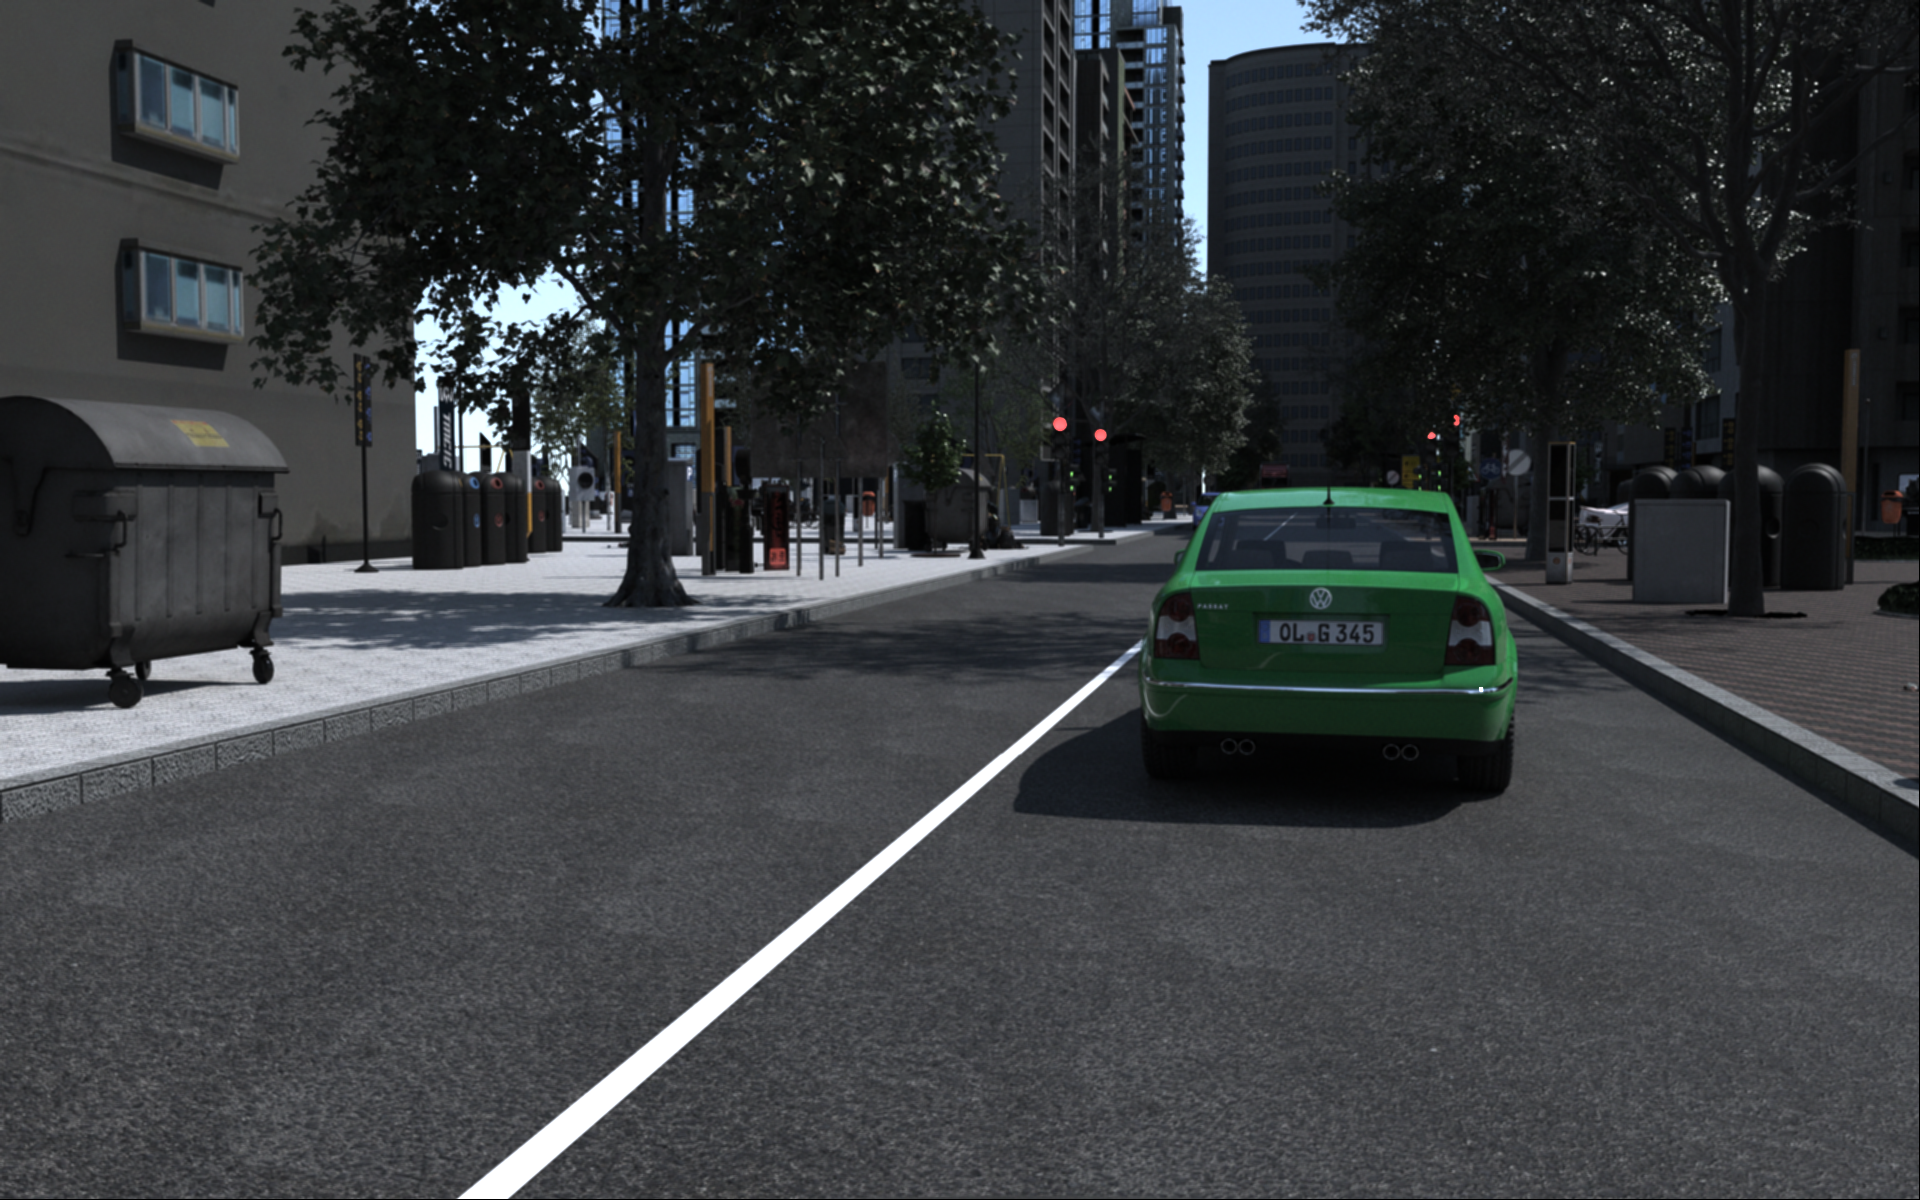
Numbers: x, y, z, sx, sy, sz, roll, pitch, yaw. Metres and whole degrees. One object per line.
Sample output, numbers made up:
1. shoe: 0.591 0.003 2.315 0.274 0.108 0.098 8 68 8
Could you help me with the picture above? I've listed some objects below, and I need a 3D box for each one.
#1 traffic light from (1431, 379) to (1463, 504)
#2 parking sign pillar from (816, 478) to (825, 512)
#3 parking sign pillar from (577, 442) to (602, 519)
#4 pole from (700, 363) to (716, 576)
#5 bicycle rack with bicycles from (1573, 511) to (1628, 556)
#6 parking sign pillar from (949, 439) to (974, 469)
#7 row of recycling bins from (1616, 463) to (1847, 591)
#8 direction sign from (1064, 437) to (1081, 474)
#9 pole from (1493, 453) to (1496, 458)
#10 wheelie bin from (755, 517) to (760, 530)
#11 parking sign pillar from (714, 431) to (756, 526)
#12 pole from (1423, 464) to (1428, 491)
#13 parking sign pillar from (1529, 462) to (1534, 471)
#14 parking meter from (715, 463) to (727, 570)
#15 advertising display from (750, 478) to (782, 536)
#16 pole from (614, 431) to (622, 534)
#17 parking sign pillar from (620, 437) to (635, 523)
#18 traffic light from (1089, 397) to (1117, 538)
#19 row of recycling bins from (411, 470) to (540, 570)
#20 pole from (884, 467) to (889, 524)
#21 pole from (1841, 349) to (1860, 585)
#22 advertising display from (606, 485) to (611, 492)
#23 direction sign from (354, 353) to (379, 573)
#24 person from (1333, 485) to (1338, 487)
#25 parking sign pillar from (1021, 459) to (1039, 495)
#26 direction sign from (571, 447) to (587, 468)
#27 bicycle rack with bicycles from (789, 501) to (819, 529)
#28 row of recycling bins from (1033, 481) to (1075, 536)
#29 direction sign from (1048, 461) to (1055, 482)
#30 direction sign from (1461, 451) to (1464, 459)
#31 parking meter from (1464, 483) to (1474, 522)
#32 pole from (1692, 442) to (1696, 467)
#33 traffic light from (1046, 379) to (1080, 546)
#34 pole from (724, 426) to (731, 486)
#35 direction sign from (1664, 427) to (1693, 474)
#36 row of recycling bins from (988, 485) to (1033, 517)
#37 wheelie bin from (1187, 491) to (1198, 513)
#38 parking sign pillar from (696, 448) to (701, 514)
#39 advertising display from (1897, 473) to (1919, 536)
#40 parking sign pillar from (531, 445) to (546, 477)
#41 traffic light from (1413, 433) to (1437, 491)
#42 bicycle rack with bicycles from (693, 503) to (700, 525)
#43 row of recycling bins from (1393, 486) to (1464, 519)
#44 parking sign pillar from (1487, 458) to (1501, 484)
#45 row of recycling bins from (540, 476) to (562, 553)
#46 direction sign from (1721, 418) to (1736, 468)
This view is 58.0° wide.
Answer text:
1. traffic light: 11.479 -3.158 40.561 0.839 4.253 0.868 1 4 12
2. parking sign pillar: -9.177 -7.795 115.914 1.447 3.967 1.447 -1 4 -20
3. parking sign pillar: -18.947 -6.090 88.041 1.447 3.967 1.447 2 4 34
4. pole: -3.948 -2.036 27.129 0.158 3.312 0.155 0 3 0
5. bicycle rack with bicycles: 13.306 -1.450 37.095 2.925 0.926 2.852 -2 4 -28
6. parking sign pillar: -0.025 -5.345 75.864 1.447 3.967 1.447 -1 4 -10
7. row of recycling bins: 10.900 -1.065 24.518 1.069 1.692 3.534 -2 4 -24
8. direction sign: 4.388 -4.698 68.811 0.876 3.537 0.379 1 4 18
9. pole: 26.231 -5.579 85.062 0.158 3.312 0.155 0 3 0
10. wheelie bin: -6.874 -3.264 61.279 0.980 1.594 0.693 1 4 14
11. parking sign pillar: -8.907 -5.004 70.295 1.447 3.967 1.447 3 5 41
12. pole: 15.142 -3.816 56.240 0.158 3.312 0.155 0 3 0
13. parking sign pillar: 34.387 -7.168 105.676 1.447 3.967 1.447 1 4 23
14. parking meter: -4.162 -1.447 29.365 0.399 1.863 0.255 0 4 4
15. advertising display: -5.981 -2.951 53.465 0.974 1.923 0.123 -1 4 -17
16. pole: -11.133 -3.820 56.308 0.158 3.312 0.155 0 3 0
17. parking sign pillar: -14.546 -5.406 76.857 1.447 3.967 1.447 0 4 2
18. traffic light: 4.126 -3.749 50.218 0.839 4.253 0.868 1 4 12
19. row of recycling bins: -8.771 -1.458 30.949 1.069 1.692 3.534 1 4 9
20. pole: -3.201 -4.992 75.464 0.158 3.312 0.155 0 3 0
21. pole: 12.589 -1.877 24.532 0.158 3.312 0.155 0 3 0
22. advertising display: -24.036 -6.919 118.338 0.123 1.923 0.974 -2 4 -24
23. direction sign: -9.753 -2.224 28.356 0.379 3.537 0.876 0 4 -4
24. person: 15.817 -3.932 72.965 0.419 1.800 0.721 1 4 17
25. parking sign pillar: 5.098 -8.392 125.686 1.447 3.967 1.447 -2 4 -30
26. direction sign: -18.326 -5.586 83.330 0.876 3.537 0.379 2 4 24
27. bicycle rack with bicycles: -5.958 -3.115 64.320 2.925 0.926 2.852 0 4 -3
28. row of recycling bins: 3.031 -2.879 54.191 1.069 1.692 3.534 0 4 6
29. direction sign: 6.392 -7.866 120.602 0.379 3.537 0.876 2 4 34
30. direction sign: 26.506 -6.137 92.334 0.379 3.537 0.876 -2 4 -31
31. parking meter: 23.681 -4.579 80.572 0.399 1.863 0.255 0 4 -7
32. pole: 28.840 -4.549 68.214 0.158 3.312 0.155 0 3 0
33. traffic light: 2.505 -3.271 42.399 0.839 4.253 0.868 1 4 12
34. pole: -7.001 -3.572 52.240 0.158 3.312 0.155 0 3 0
35. direction sign: 24.408 -4.094 58.933 0.876 3.537 0.379 2 4 31
36. row of recycling bins: 2.768 -4.625 82.734 3.534 1.692 1.069 1 4 18
37. wheelie bin: 16.078 -6.846 119.841 0.693 1.594 0.980 0 4 -5
38. parking sign pillar: -10.563 -5.220 73.821 1.447 3.967 1.447 0 4 5
39. advertising display: 29.143 -2.916 52.891 0.123 1.923 0.974 -3 5 -39
40. parking sign pillar: -22.527 -6.435 93.677 1.447 3.967 1.447 -2 4 -24
41. traffic light: 13.101 -3.637 48.381 0.839 4.253 0.868 1 4 12
42. bicycle rack with bicycles: -11.863 -3.562 71.626 2.852 0.926 2.925 0 4 5
43. row of recycling bins: 22.687 -4.702 83.991 3.534 1.692 1.069 0 4 -6
44. parking sign pillar: 36.024 -7.815 116.240 1.447 3.967 1.447 -2 4 -25
45. row of recycling bins: -9.510 -1.842 37.223 1.069 1.692 3.534 0 4 7
46. direction sign: 23.156 -3.646 51.603 0.876 3.537 0.379 2 4 30
